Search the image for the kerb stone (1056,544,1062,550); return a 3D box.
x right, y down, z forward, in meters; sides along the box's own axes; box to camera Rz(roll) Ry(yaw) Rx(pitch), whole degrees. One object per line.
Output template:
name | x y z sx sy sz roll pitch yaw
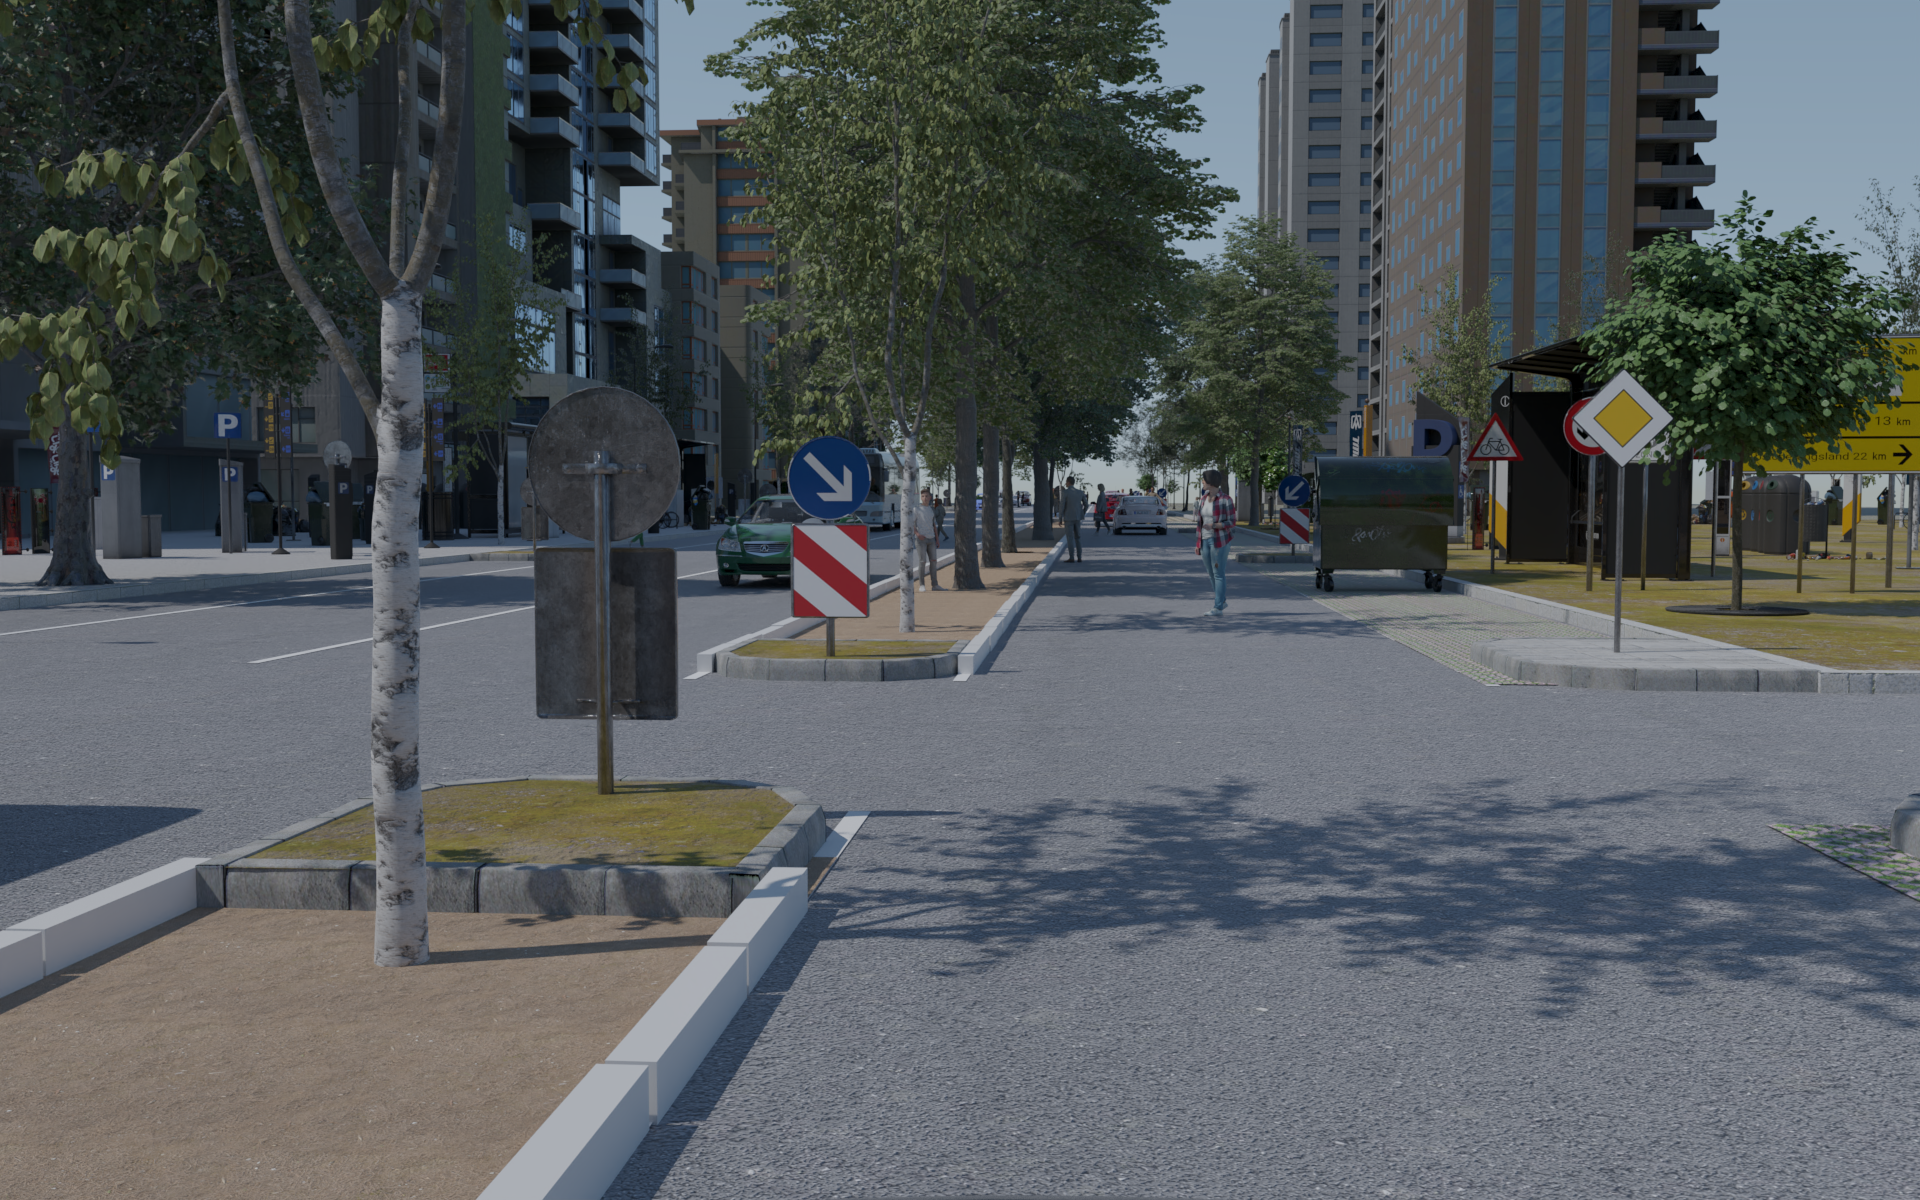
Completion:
kerb stone | 2.331 -1.195 41.774 0.120 0.150 1.000 0 4 5

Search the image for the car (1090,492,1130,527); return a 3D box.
car | 6.820 -4.115 76.318 2.155 1.783 4.494 0 4 4

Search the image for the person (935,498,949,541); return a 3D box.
person | -0.612 -2.440 52.659 0.640 1.303 0.475 2 4 24

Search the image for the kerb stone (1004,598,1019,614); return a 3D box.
kerb stone | 0.579 0.115 20.340 0.120 0.150 1.000 0 4 5

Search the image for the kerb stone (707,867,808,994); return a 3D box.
kerb stone | -0.624 1.024 5.455 0.120 0.150 1.000 0 4 5

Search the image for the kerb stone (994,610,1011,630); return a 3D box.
kerb stone | 0.423 0.239 18.287 0.120 0.150 1.000 0 4 5

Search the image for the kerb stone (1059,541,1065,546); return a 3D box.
kerb stone | 2.575 -1.380 44.831 0.120 0.150 1.000 0 4 5

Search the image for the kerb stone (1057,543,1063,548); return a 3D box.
kerb stone | 2.420 -1.260 42.792 0.120 0.150 1.000 0 4 5

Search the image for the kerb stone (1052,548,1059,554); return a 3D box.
kerb stone | 2.075 -1.008 38.719 0.120 0.150 1.000 0 4 5

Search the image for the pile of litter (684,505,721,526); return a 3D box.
pile of litter | -10.591 -3.397 69.505 1.719 0.858 1.176 0 4 -5

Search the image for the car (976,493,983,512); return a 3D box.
car | 1.955 -7.940 139.405 1.945 1.707 3.694 0 4 4

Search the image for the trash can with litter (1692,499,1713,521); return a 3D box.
trash can with litter | 35.576 -4.384 83.066 1.055 1.170 0.624 0 4 2

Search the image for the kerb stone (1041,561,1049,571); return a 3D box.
kerb stone | 1.506 -0.571 31.581 0.120 0.150 1.000 0 4 5

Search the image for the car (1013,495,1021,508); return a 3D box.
car | 5.577 -10.627 186.108 2.083 1.381 4.827 0 4 3

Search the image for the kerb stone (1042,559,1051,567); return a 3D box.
kerb stone | 1.592 -0.636 32.599 0.120 0.150 1.000 0 4 5

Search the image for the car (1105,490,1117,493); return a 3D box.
car | 15.673 -10.374 178.292 2.281 1.827 5.304 0 4 3

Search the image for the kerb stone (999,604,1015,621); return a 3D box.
kerb stone | 0.500 0.176 19.313 0.120 0.150 1.000 0 4 5

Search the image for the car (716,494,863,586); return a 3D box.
car | -2.660 -1.011 28.327 2.131 1.459 4.920 0 4 7

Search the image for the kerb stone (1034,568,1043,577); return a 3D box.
kerb stone | 1.247 -0.387 28.521 0.120 0.150 1.000 0 4 5

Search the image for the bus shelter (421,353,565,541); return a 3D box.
bus shelter | -13.930 -4.538 51.824 2.179 5.291 8.768 0 4 5

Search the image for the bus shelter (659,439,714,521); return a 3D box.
bus shelter | -12.408 -5.226 76.728 1.731 3.624 6.357 0 4 5

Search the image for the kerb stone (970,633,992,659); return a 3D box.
kerb stone | 0.166 0.426 15.229 0.120 0.150 1.000 0 4 5

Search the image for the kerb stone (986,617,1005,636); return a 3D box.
kerb stone | 0.334 0.302 17.269 0.120 0.150 1.000 0 4 5

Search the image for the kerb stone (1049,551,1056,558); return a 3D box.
kerb stone | 1.913 -0.885 36.677 0.120 0.150 1.000 0 4 5

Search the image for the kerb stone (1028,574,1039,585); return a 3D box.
kerb stone | 1.083 -0.256 26.472 0.120 0.150 1.000 0 4 5

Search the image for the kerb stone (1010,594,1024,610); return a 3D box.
kerb stone | 0.671 0.057 21.370 0.120 0.150 1.000 0 4 5

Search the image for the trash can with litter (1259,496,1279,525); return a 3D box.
trash can with litter | 13.002 -3.801 73.210 1.678 1.210 2.233 1 4 15

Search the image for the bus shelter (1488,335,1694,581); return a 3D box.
bus shelter | 10.247 -2.278 28.527 1.731 3.624 6.357 0 4 4

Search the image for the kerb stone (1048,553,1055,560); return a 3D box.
kerb stone | 1.836 -0.823 35.656 0.120 0.150 1.000 0 4 5

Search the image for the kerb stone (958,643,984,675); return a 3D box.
kerb stone | 0.085 0.488 14.211 0.120 0.150 1.000 0 4 5

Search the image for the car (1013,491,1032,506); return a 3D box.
car | 7.524 -12.281 209.462 2.281 1.827 5.304 0 4 6

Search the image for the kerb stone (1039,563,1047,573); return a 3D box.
kerb stone | 1.413 -0.506 30.558 0.120 0.150 1.000 0 4 5

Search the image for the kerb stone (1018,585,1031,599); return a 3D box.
kerb stone | 0.844 -0.073 23.411 0.120 0.150 1.000 0 4 5

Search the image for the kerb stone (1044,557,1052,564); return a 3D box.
kerb stone | 1.667 -0.699 33.618 0.120 0.150 1.000 0 4 5

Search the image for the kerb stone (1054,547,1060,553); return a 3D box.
kerb stone | 2.165 -1.073 39.736 0.120 0.150 1.000 0 4 5

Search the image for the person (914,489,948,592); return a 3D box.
person | -0.475 -0.875 25.394 0.523 1.515 0.503 2 4 25

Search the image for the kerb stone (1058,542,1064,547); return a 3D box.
kerb stone | 2.493 -1.322 43.811 0.120 0.150 1.000 0 4 5

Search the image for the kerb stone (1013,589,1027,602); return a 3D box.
kerb stone | 0.749 -0.012 22.389 0.120 0.150 1.000 0 4 5

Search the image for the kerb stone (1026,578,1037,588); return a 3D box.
kerb stone | 1.009 -0.191 25.449 0.120 0.150 1.000 0 4 5

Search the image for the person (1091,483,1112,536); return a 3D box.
person | 4.840 -3.083 59.082 0.728 1.800 0.709 0 4 7

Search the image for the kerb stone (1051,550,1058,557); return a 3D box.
kerb stone | 2.000 -0.948 37.699 0.120 0.150 1.000 0 4 5

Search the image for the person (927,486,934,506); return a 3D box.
person | -1.522 -4.653 84.775 0.606 1.804 0.583 1 4 18

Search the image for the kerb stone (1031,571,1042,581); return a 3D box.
kerb stone | 1.177 -0.321 27.490 0.120 0.150 1.000 0 4 5

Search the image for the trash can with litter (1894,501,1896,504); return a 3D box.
trash can with litter | 45.523 -4.496 84.903 0.624 1.170 1.055 2 4 30

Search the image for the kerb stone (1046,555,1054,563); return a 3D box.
kerb stone | 1.753 -0.761 34.637 0.120 0.150 1.000 0 4 5

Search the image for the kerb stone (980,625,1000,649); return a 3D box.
kerb stone | 0.260 0.367 16.247 0.120 0.150 1.000 0 4 5

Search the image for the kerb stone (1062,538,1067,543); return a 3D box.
kerb stone | 2.824 -1.568 47.890 0.120 0.150 1.000 0 4 5

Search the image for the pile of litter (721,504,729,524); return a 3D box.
pile of litter | -10.393 -3.639 73.456 1.176 0.858 1.719 2 4 28

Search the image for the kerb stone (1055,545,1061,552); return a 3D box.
kerb stone | 2.246 -1.135 40.755 0.120 0.150 1.000 0 4 5

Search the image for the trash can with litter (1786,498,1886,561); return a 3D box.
trash can with litter | 17.199 -1.402 33.979 2.233 1.210 1.678 0 4 6

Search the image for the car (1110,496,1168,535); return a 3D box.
car | 6.433 -3.043 62.116 2.083 1.381 4.827 0 4 4

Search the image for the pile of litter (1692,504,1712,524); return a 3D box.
pile of litter | 31.644 -3.646 73.573 1.176 0.858 1.719 -2 4 -30

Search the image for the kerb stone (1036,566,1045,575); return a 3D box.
kerb stone | 1.332 -0.446 29.539 0.120 0.150 1.000 0 4 5

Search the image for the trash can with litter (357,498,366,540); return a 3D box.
trash can with litter | -16.050 -2.224 47.744 1.055 1.170 0.624 -1 4 -20

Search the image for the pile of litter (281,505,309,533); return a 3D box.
pile of litter | -22.310 -2.684 57.851 1.719 0.858 1.176 0 4 -1

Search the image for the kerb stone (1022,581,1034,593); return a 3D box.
kerb stone | 0.926 -0.137 24.430 0.120 0.150 1.000 0 4 5

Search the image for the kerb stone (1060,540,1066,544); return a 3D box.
kerb stone | 2.658 -1.446 45.853 0.120 0.150 1.000 0 4 5

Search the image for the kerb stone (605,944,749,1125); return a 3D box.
kerb stone | -0.706 1.090 4.430 0.120 0.150 1.000 0 4 5
